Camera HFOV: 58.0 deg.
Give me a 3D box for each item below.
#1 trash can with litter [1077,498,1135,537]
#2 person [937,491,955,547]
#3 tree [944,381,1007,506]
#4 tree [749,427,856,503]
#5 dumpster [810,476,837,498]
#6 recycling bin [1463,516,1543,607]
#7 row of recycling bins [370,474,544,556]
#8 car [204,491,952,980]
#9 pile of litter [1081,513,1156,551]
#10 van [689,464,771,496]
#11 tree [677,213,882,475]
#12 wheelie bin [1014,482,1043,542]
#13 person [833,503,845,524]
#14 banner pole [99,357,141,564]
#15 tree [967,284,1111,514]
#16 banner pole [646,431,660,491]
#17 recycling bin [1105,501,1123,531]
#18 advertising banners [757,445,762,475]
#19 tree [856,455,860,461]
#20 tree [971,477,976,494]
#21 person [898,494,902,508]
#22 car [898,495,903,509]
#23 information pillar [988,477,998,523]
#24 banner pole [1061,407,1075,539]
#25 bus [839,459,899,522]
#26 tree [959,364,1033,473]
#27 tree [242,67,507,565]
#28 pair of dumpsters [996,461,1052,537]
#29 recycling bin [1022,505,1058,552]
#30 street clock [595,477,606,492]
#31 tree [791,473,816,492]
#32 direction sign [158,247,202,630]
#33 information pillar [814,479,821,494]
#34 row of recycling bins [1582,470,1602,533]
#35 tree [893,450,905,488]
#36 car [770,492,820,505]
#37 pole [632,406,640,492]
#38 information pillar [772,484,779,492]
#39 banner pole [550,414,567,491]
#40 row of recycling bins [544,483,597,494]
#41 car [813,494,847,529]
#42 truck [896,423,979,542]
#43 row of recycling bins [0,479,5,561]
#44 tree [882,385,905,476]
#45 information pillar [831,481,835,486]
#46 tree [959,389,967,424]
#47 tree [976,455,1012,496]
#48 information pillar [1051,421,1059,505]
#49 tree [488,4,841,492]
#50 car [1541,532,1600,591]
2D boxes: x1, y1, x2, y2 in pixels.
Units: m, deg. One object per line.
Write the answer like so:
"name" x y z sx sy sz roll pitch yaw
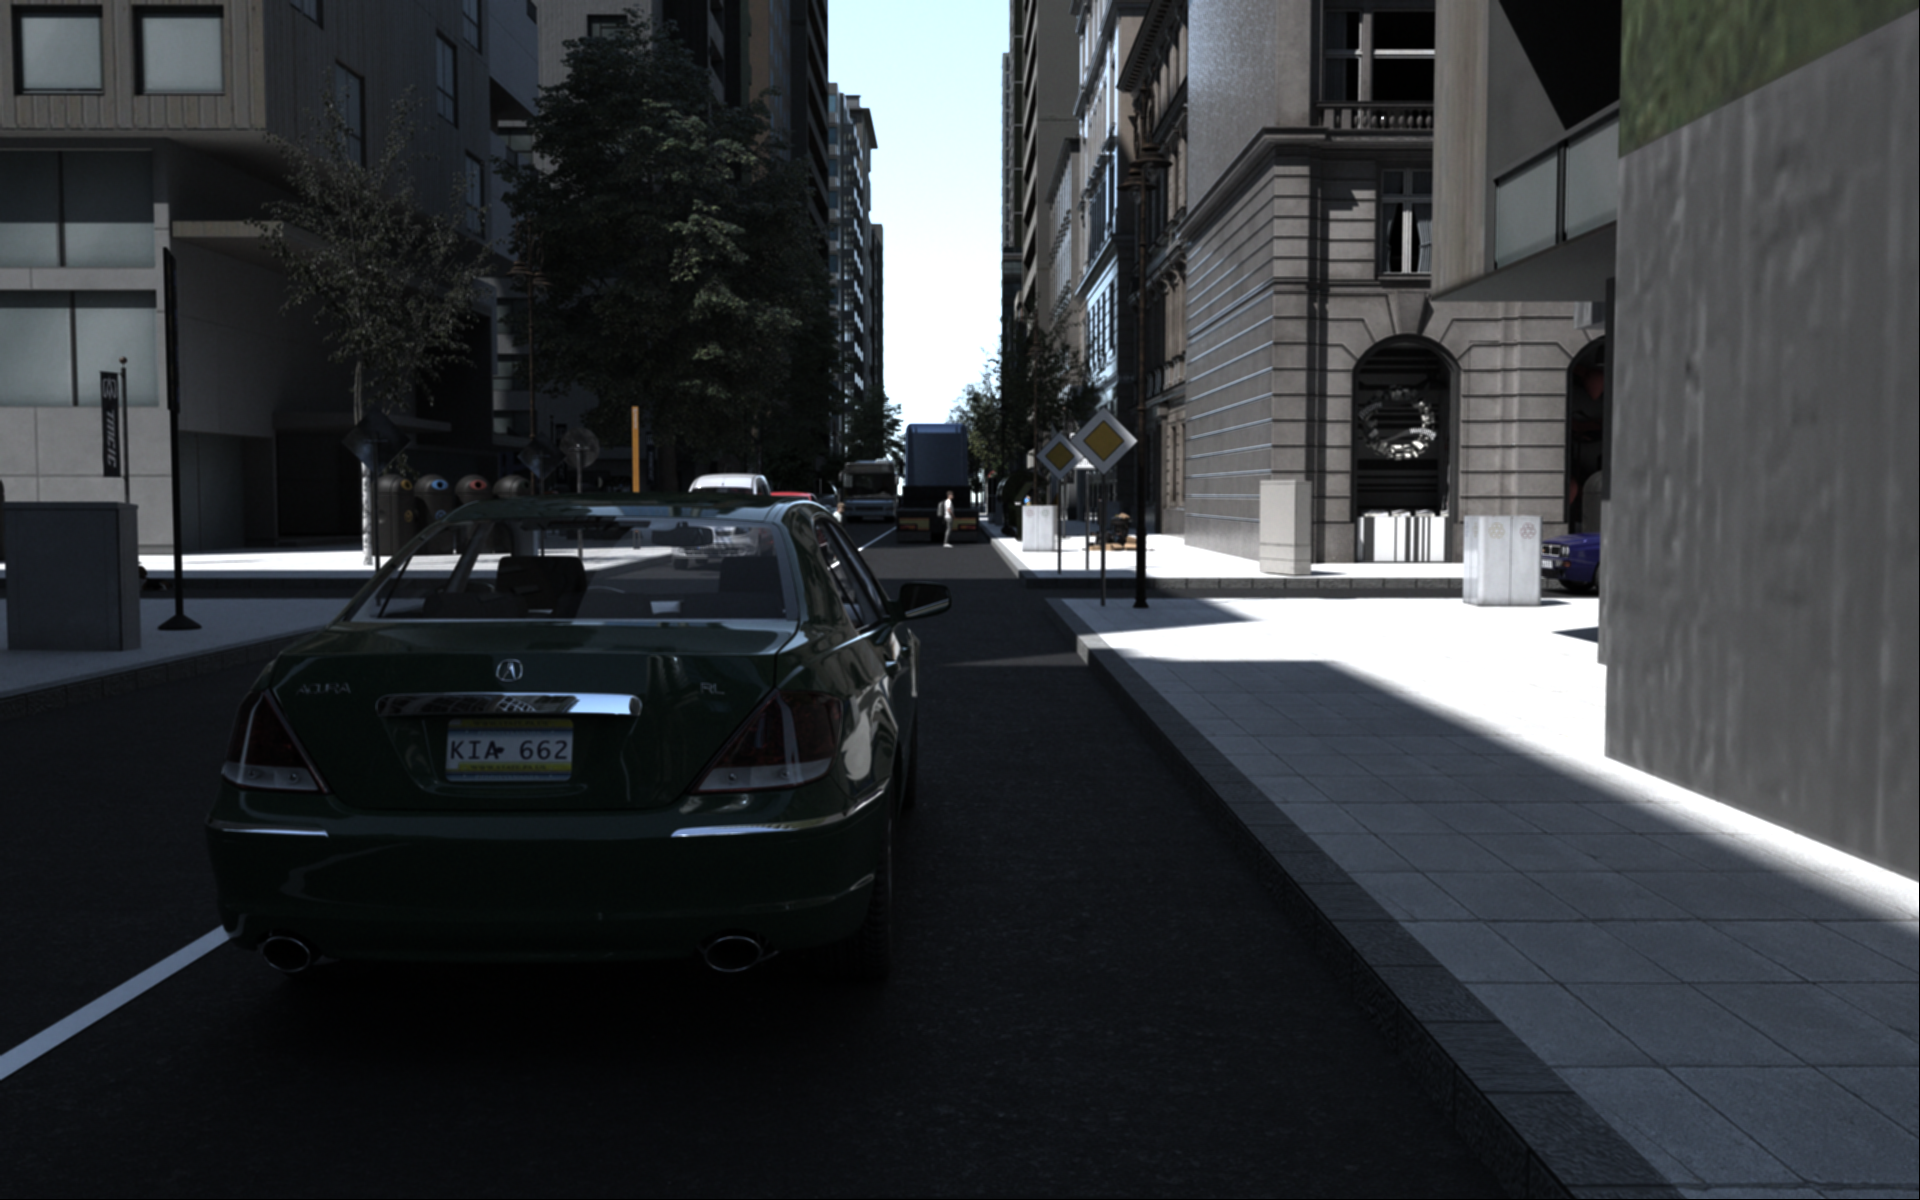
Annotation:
"trash can with litter" 4.389 -2.559 52.890 1.678 1.210 2.233 0 4 -5
"person" -0.322 -2.189 46.892 0.503 1.515 0.523 3 5 42
"tree" 1.721 -16.940 187.344 12.009 13.543 11.850 0 3 0
"tree" -7.875 -5.775 78.129 4.285 4.588 4.351 0 3 0
"dumpster" -7.504 -5.616 94.318 1.502 2.255 1.985 0 4 0
"recycling bin" 6.272 -0.458 20.042 0.722 1.027 0.722 0 4 1
"row of recycling bins" -10.776 -1.817 36.822 3.534 1.692 1.069 -3 5 -39
"car" -1.098 0.322 6.540 2.131 1.459 4.920 0 3 0
"pile of litter" 3.668 -1.557 39.428 1.719 0.858 1.176 1 4 23
"van" -4.625 -1.664 34.211 2.013 2.044 4.112 0 4 0
"tree" -7.727 -9.271 69.711 7.486 12.596 7.792 0 3 0
"wheelie bin" 1.859 -2.380 46.826 0.693 1.594 0.980 -1 4 -15
"person" -2.611 -1.457 37.002 0.352 1.250 0.332 0 4 7
"banner pole" -15.298 -2.535 31.457 0.401 3.779 0.863 1 4 11
"tree" 3.172 -6.807 61.654 4.737 8.622 4.395 0 3 0
"banner pole" -10.774 -4.340 60.980 0.401 3.779 0.863 2 4 32
"recycling bin" 5.311 -2.952 60.815 0.722 1.027 0.722 1 4 13
"advertising banners" -7.313 -3.987 61.382 0.090 3.025 2.074 1 4 10
"tree" -8.031 -8.159 117.107 4.285 4.588 4.351 0 3 0
"tree" 1.307 -9.194 144.928 1.663 3.219 1.824 0 3 0
"person" -5.508 -8.863 156.597 0.628 1.438 0.799 -1 4 -22
"car" -5.205 -9.663 169.996 2.014 1.417 4.499 0 4 0
"information pillar" 1.437 -4.359 75.768 0.304 2.012 0.304 -3 4 -37
"banner pole" 3.119 -3.671 50.043 0.401 3.779 0.863 2 4 30
"bus" -4.607 -5.854 90.573 2.948 3.499 13.247 0 4 -2
"tree" 2.065 -9.062 98.524 4.360 8.622 3.978 0 3 0
"tree" -10.422 -4.929 30.958 4.360 8.622 3.978 0 3 0
"pair of dumpsters" 1.974 -3.130 53.676 1.574 2.255 4.437 0 4 0
"recycling bin" 1.788 -1.600 38.716 0.722 1.027 0.722 1 4 10
"street clock" -14.965 -4.137 72.202 0.471 2.002 0.358 3 4 36
"tree" -7.853 -5.596 86.098 1.663 3.219 1.824 0 3 0
"direction sign" -7.425 -1.491 16.377 0.379 3.537 0.876 -1 4 -19
"information pillar" -6.931 -4.885 84.361 0.304 2.012 0.304 0 4 -1
"row of recycling bins" 12.216 -1.328 28.820 3.534 1.692 1.069 1 4 22
"tree" -8.251 -18.791 257.598 4.737 8.622 4.395 0 3 0
"car" -3.983 -1.833 39.018 2.155 1.783 4.494 0 4 1
"pole" -7.544 -2.843 40.330 0.158 3.312 0.155 0 3 0
"information pillar" -9.628 -5.258 90.463 0.304 2.012 0.304 0 4 4
"banner pole" -12.636 -3.940 54.433 0.863 3.779 0.401 2 4 32
"row of recycling bins" -15.187 -3.472 63.876 3.534 1.692 1.069 -1 4 -18
"car" -5.016 -2.996 60.784 2.131 1.459 4.920 0 4 -1
"truck" -0.800 -4.290 59.895 2.967 4.110 18.799 0 4 -1
"row of recycling bins" -18.749 -1.512 31.831 1.069 1.692 3.534 0 4 1
"tree" -8.776 -15.916 178.355 7.486 12.596 7.792 0 3 0
"information pillar" -7.228 -5.660 97.028 0.304 2.012 0.304 3 4 38
"tree" 2.391 -7.870 79.035 4.737 8.622 4.395 0 3 0
"tree" 1.950 -5.488 84.333 1.663 3.219 1.824 0 3 0
"information pillar" 3.027 -3.904 55.182 0.183 3.616 0.504 -2 4 -23
"tree" -7.754 -8.519 45.935 9.857 13.997 8.962 0 3 0
"car" 10.378 -0.758 24.975 3.894 1.354 1.945 0 3 0
